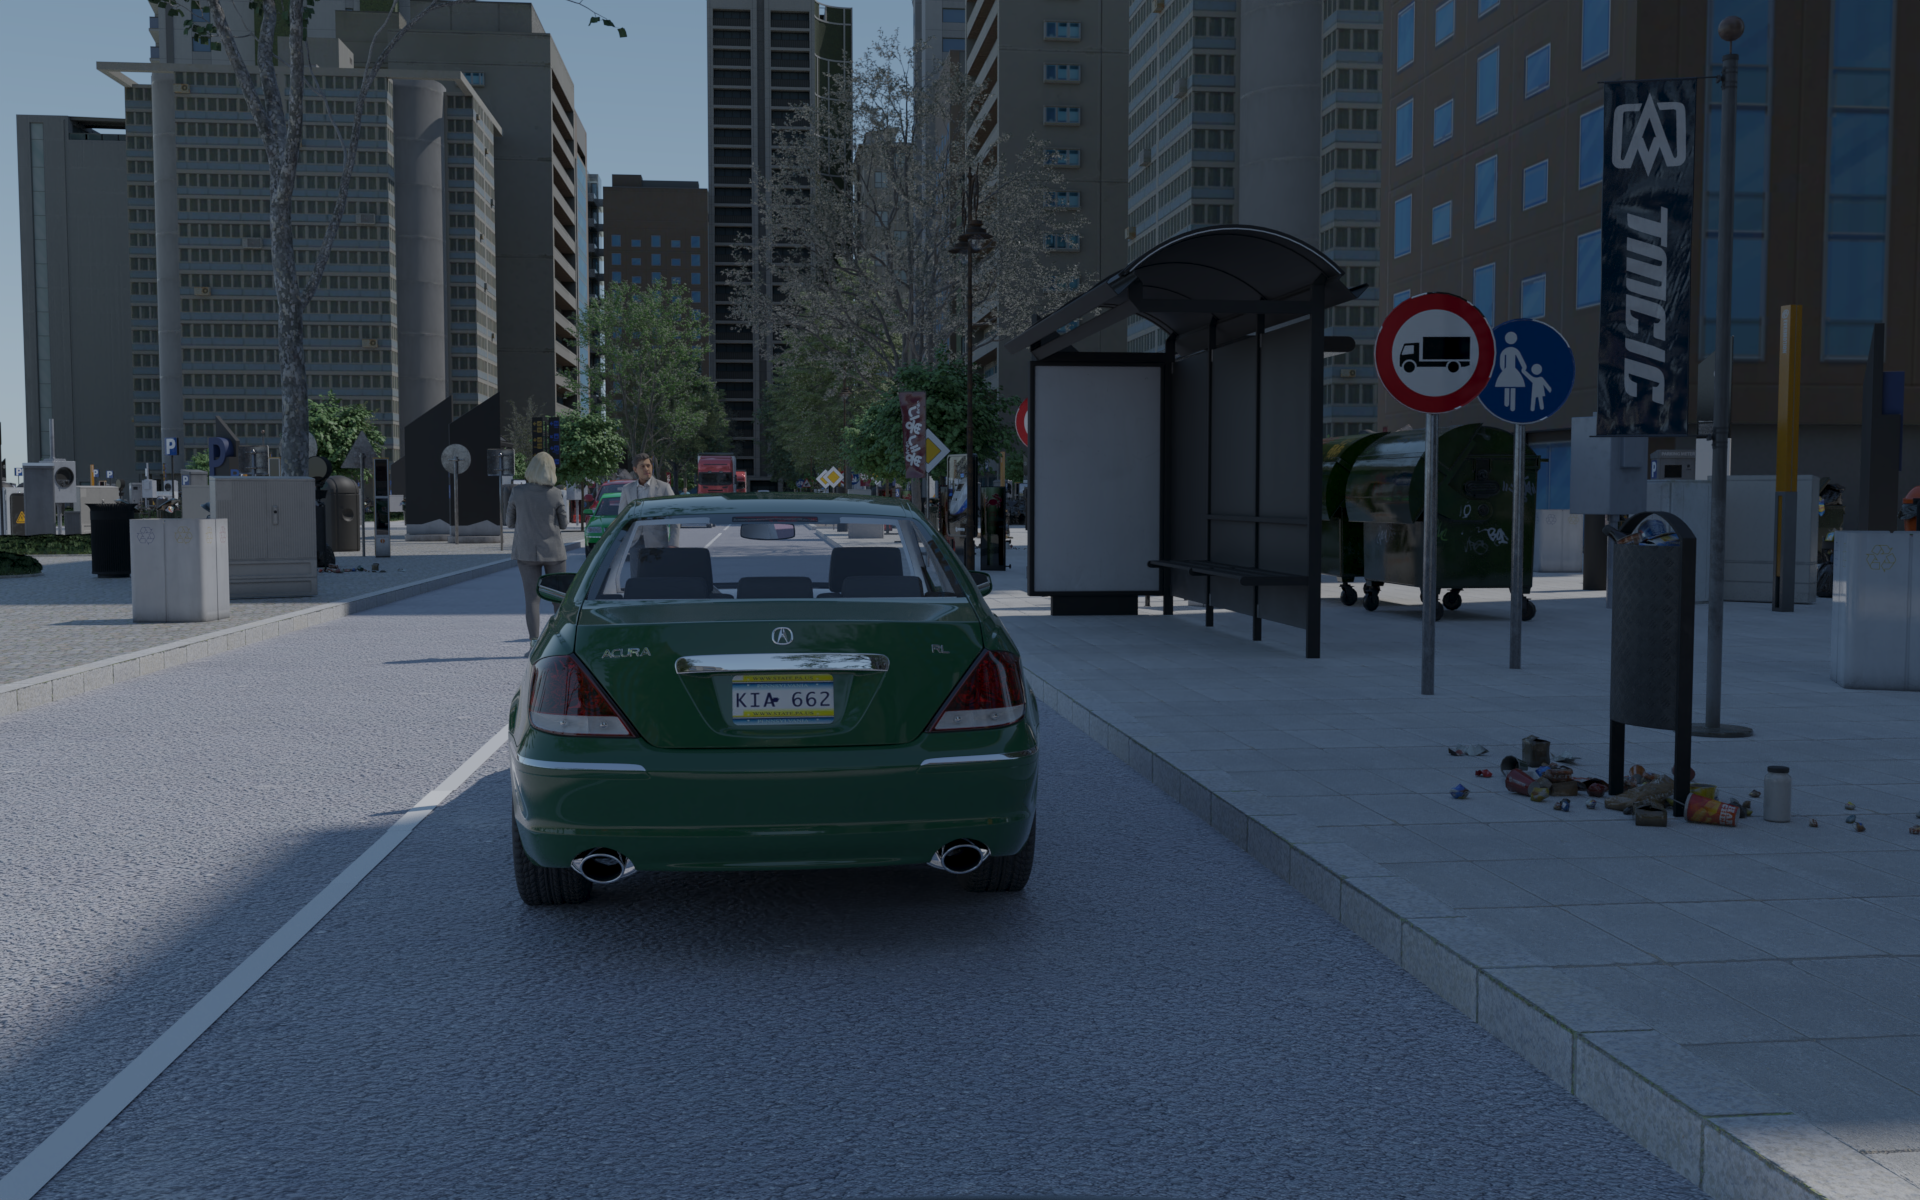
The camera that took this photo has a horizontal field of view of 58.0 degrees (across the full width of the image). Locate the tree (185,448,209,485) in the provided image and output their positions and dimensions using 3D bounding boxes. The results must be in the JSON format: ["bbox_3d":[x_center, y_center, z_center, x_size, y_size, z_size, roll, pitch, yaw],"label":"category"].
[{"bbox_3d":[-53.357,-8.522,123.051,4.285,4.588,4.351,0,3,0],"label":"tree"}]

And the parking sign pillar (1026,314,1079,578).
[{"bbox_3d":[1.728,-2.312,26.269,1.447,3.967,1.447,-2,4,-32],"label":"parking sign pillar"}]

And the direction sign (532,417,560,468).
[{"bbox_3d":[-12.164,-3.607,50.969,0.876,3.537,0.379,1,4,13],"label":"direction sign"}]

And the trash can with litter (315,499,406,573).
[{"bbox_3d":[-10.267,-1.057,28.334,2.233,1.210,1.678,0,4,-7],"label":"trash can with litter"}]

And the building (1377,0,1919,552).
[{"bbox_3d":[19.368,-23.917,41.150,14.600,45.320,14.200,0,4,-6],"label":"building"}]

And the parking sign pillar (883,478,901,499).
[{"bbox_3d":[-2.944,-5.375,76.360,1.447,3.967,1.447,2,4,23],"label":"parking sign pillar"}]

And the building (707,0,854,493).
[{"bbox_3d":[-25.759,-49.709,250.989,20.611,71.187,20.563,0,4,-6],"label":"building"}]

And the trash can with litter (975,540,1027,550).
[{"bbox_3d":[0.836,-1.831,40.990,1.678,1.210,2.233,0,4,-4],"label":"trash can with litter"}]

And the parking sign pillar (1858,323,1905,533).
[{"bbox_3d":[14.840,-2.414,27.941,1.447,3.967,1.447,1,4,21],"label":"parking sign pillar"}]

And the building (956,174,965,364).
[{"bbox_3d":[6.415,-23.714,159.426,14.160,30.474,14.107,0,4,-6],"label":"building"}]

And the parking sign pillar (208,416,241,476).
[{"bbox_3d":[-25.119,-4.325,59.187,1.447,3.967,1.447,3,4,38],"label":"parking sign pillar"}]

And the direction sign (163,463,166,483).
[{"bbox_3d":[-58.036,-8.221,126.408,0.379,3.537,0.876,-1,4,-14],"label":"direction sign"}]

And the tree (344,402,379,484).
[{"bbox_3d":[-47.790,-11.428,137.215,4.737,8.622,4.395,0,3,0],"label":"tree"}]

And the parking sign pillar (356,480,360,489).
[{"bbox_3d":[-45.284,-8.567,128.547,1.447,3.967,1.447,0,4,2],"label":"parking sign pillar"}]

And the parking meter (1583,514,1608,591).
[{"bbox_3d":[8.523,-0.899,23.114,0.372,1.533,0.369,0,3,0],"label":"parking meter"}]

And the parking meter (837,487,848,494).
[{"bbox_3d":[-3.986,-3.076,58.704,0.372,1.533,0.369,0,3,0],"label":"parking meter"}]

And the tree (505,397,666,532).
[{"bbox_3d":[-12.965,-4.604,58.982,4.285,4.588,4.351,0,3,0],"label":"tree"}]

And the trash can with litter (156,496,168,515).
[{"bbox_3d":[-32.192,-3.634,70.479,2.233,1.210,1.678,1,4,13],"label":"trash can with litter"}]

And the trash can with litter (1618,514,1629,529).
[{"bbox_3d":[11.036,-1.072,28.910,1.055,1.170,0.624,-3,5,-43],"label":"trash can with litter"}]

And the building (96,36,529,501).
[{"bbox_3d":[-54.171,-28.133,151.857,32.217,40.220,23.993,0,4,-6],"label":"building"}]

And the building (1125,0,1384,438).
[{"bbox_3d":[23.287,-25.049,101.438,23.993,40.220,32.217,0,4,-6],"label":"building"}]

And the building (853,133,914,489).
[{"bbox_3d":[-2.031,-40.873,257.512,27.495,52.752,28.713,0,4,-6],"label":"building"}]

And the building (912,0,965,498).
[{"bbox_3d":[5.279,-39.902,194.390,21.231,58.520,28.212,0,4,-6],"label":"building"}]

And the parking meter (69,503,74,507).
[{"bbox_3d":[-59.918,-6.803,116.944,0.399,1.863,0.255,0,4,5],"label":"parking meter"}]

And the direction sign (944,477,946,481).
[{"bbox_3d":[-1.030,-6.707,101.649,0.876,3.537,0.379,0,4,2],"label":"direction sign"}]

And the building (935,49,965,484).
[{"bbox_3d":[5.106,-31.984,173.042,14.600,45.320,14.200,0,4,-6],"label":"building"}]

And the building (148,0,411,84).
[{"bbox_3d":[-71.285,-39.557,188.762,28.212,58.520,21.231,0,4,-6],"label":"building"}]

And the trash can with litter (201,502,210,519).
[{"bbox_3d":[-10.077,-0.786,24.239,1.055,1.170,0.624,0,4,-1],"label":"trash can with litter"}]

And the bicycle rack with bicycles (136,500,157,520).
[{"bbox_3d":[-40.704,-4.398,85.291,2.925,0.926,2.852,-1,4,-21],"label":"bicycle rack with bicycles"}]

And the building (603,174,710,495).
[{"bbox_3d":[-42.592,-36.431,245.761,14.200,45.320,14.600,0,4,-6],"label":"building"}]

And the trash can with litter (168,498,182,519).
[{"bbox_3d":[-21.340,-2.131,46.227,1.055,1.170,0.624,1,4,11],"label":"trash can with litter"}]

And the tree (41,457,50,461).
[{"bbox_3d":[-42.613,-5.318,81.554,1.663,3.219,1.824,0,3,0],"label":"tree"}]

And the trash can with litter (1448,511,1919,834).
[{"bbox_3d":[2.879,0.218,7.496,1.678,1.210,2.233,-1,4,-8],"label":"trash can with litter"}]

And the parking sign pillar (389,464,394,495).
[{"bbox_3d":[-34.960,-7.329,108.300,1.447,3.967,1.447,-2,4,-34],"label":"parking sign pillar"}]

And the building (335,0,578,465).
[{"bbox_3d":[-50.706,-33.721,175.040,21.300,48.544,21.600,0,4,-6],"label":"building"}]

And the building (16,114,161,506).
[{"bbox_3d":[-92.973,-30.998,190.415,14.086,41.232,14.154,0,4,-6],"label":"building"}]

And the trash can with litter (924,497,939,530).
[{"bbox_3d":[-1.106,-3.038,61.057,0.624,1.170,1.055,-1,4,-21],"label":"trash can with litter"}]

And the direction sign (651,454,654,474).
[{"bbox_3d":[-17.505,-6.523,98.647,0.379,3.537,0.876,0,4,-3],"label":"direction sign"}]

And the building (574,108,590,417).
[{"bbox_3d":[-49.814,-33.363,195.603,14.200,45.320,14.600,0,4,-6],"label":"building"}]

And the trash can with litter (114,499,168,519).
[{"bbox_3d":[-19.299,-1.785,40.564,0.624,1.170,1.055,3,5,40],"label":"trash can with litter"}]

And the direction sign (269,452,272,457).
[{"bbox_3d":[-37.003,-6.180,93.042,0.379,3.537,0.876,-1,4,-16],"label":"direction sign"}]

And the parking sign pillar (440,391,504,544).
[{"bbox_3d":[-12.715,-3.481,45.379,1.447,3.967,1.447,-1,4,-21],"label":"parking sign pillar"}]

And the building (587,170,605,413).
[{"bbox_3d":[-65.650,-38.498,249.047,30.456,49.044,23.786,0,4,-6],"label":"building"}]

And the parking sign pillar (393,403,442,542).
[{"bbox_3d":[-14.443,-3.597,47.291,1.447,3.967,1.447,0,4,-1],"label":"parking sign pillar"}]

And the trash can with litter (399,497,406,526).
[{"bbox_3d":[-22.127,-3.592,70.121,0.624,1.170,1.055,2,4,28],"label":"trash can with litter"}]

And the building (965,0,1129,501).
[{"bbox_3d":[12.194,-31.346,136.216,21.300,48.544,21.600,0,4,-6],"label":"building"}]

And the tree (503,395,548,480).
[{"bbox_3d":[-32.420,-10.915,128.822,4.360,8.622,3.978,0,3,0],"label":"tree"}]

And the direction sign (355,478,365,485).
[{"bbox_3d":[-38.378,-7.236,110.305,0.876,3.537,0.379,-1,4,-16],"label":"direction sign"}]
